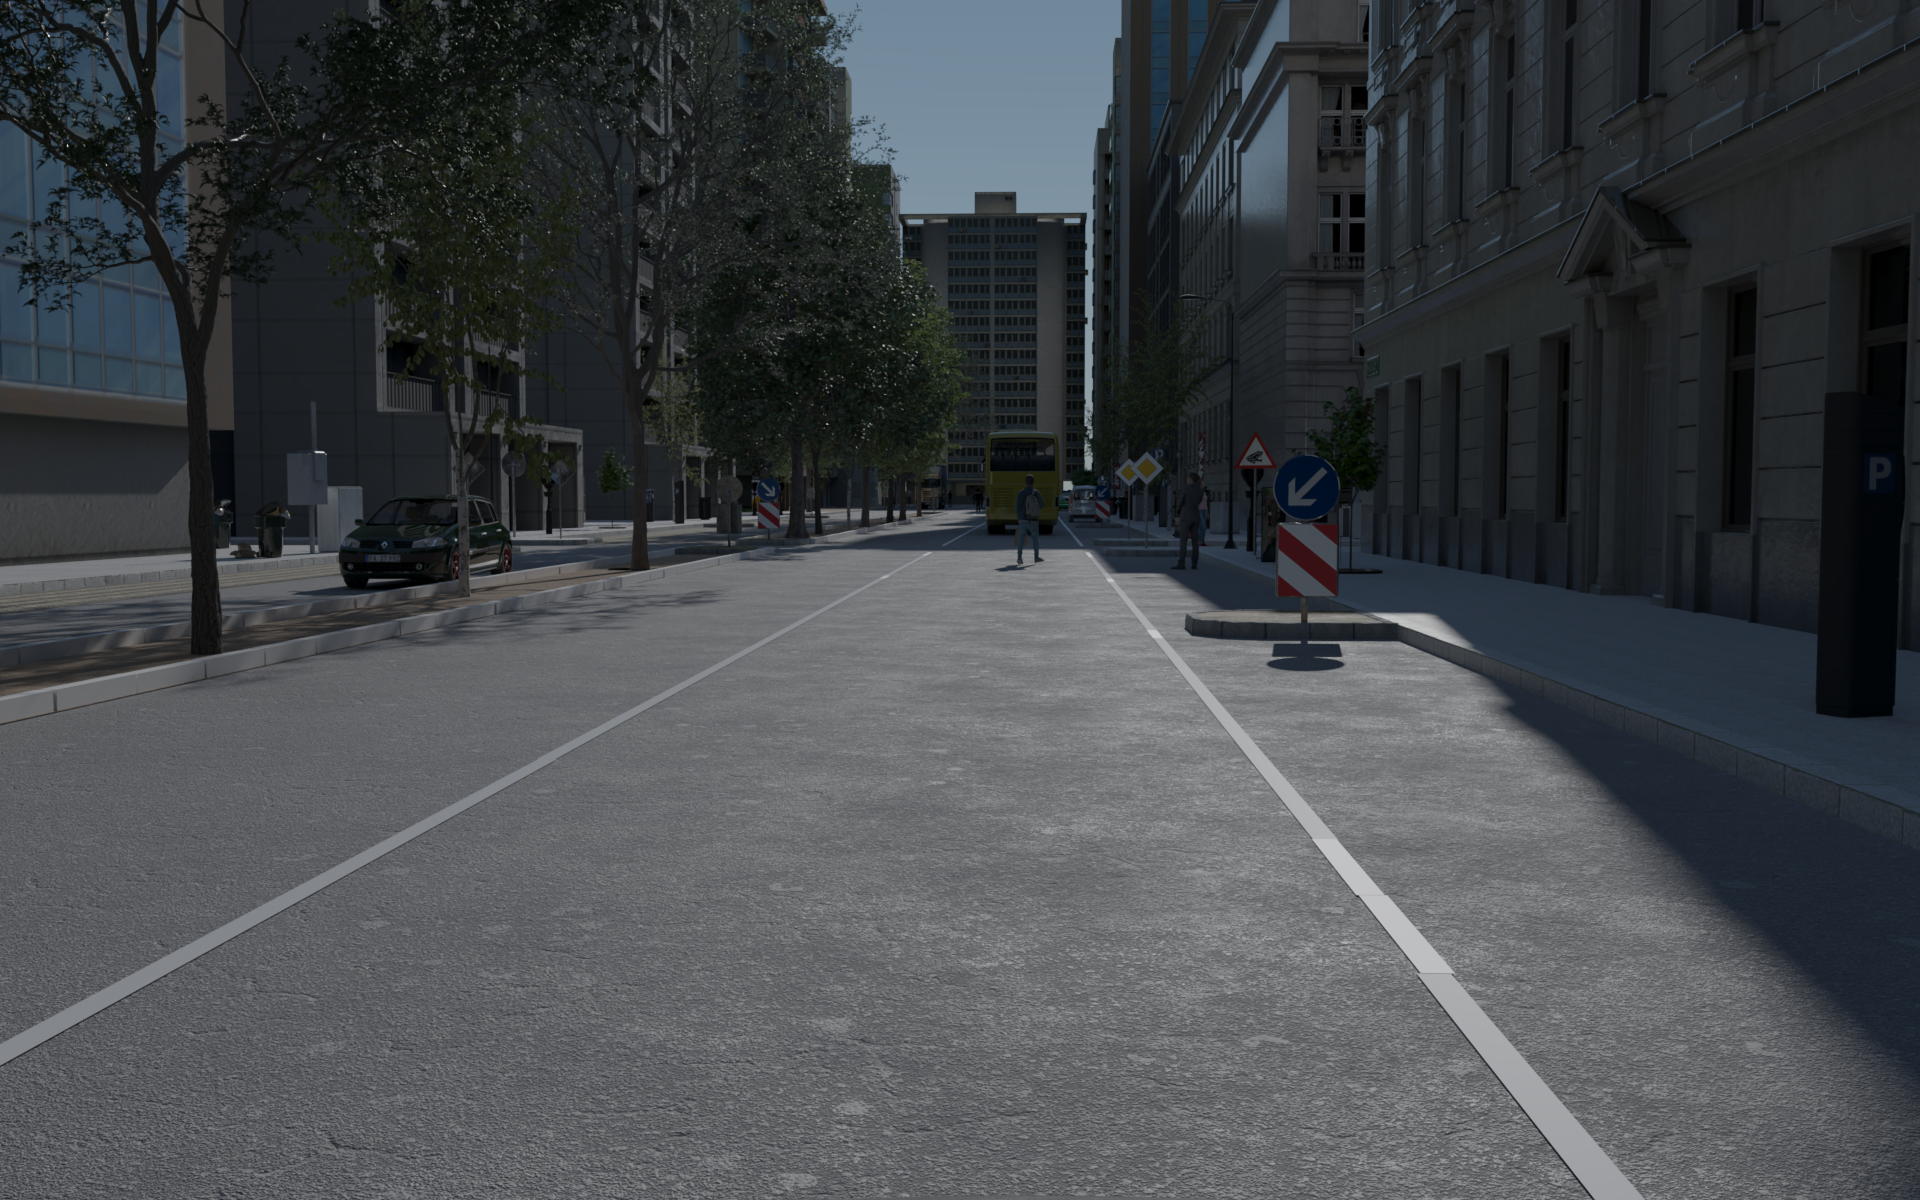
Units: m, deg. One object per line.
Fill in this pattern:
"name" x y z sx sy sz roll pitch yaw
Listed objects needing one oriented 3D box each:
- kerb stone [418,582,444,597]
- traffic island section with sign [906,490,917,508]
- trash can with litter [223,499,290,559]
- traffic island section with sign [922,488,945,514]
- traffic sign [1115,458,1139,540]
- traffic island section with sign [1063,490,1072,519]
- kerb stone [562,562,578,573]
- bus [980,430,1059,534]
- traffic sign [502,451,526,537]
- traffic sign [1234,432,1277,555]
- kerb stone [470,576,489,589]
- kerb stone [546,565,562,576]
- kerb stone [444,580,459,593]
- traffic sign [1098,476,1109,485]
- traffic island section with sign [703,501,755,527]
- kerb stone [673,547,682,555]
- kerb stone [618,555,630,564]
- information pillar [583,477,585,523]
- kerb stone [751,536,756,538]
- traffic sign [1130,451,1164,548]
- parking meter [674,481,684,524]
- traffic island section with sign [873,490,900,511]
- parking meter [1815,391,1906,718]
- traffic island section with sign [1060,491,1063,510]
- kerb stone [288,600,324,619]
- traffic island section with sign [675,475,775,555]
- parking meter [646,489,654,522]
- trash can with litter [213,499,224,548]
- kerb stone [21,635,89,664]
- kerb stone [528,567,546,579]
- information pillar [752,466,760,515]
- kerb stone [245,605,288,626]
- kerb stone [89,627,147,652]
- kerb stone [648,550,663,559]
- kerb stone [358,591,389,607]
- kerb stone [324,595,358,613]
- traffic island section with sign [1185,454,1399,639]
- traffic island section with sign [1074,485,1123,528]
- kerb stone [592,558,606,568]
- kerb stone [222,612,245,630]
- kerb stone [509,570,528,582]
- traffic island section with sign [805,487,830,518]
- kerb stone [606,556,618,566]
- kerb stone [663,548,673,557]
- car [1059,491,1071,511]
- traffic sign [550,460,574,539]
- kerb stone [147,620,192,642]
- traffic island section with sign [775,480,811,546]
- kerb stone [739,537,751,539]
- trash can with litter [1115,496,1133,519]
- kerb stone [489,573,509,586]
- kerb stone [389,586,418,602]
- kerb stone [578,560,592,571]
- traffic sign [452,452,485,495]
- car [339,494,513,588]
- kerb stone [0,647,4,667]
"kerb stone" -7.494 -0.125 24.233 0.120 0.150 1.000 0 4 3
"traffic island section with sign" -5.272 -10.368 178.137 1.989 1.847 2.006 0 4 3
"trash can with litter" -14.006 -1.422 34.643 0.624 1.170 1.055 3 5 42
"traffic island section with sign" -1.901 -7.087 124.008 2.006 1.907 1.989 0 4 3
"traffic sign" 4.755 -2.759 48.753 0.795 2.450 0.064 0 4 3
"traffic island section with sign" 7.165 -5.654 101.067 1.989 1.847 2.006 0 4 3
"kerb stone" -7.168 -0.564 31.415 0.120 0.150 1.000 0 4 3
"bus" 2.212 -4.511 65.298 2.896 3.916 12.252 0 4 1
"traffic sign" -13.224 -3.132 51.321 0.768 2.556 0.104 1 4 9
"traffic sign" 6.159 -2.209 36.115 0.884 2.594 0.081 1 4 11
"kerb stone" -7.402 -0.249 26.289 0.120 0.150 1.000 0 4 3
"kerb stone" -7.226 -0.500 30.394 0.120 0.150 1.000 0 4 3
"kerb stone" -7.450 -0.188 25.263 0.120 0.150 1.000 0 4 3
"traffic sign" 9.951 -7.351 120.293 0.768 2.556 0.104 0 4 5
"traffic island section with sign" -9.968 -4.063 75.062 1.989 1.847 2.006 0 4 3
"kerb stone" -6.755 -1.128 40.632 0.120 0.150 1.000 0 4 3
"kerb stone" -6.991 -0.814 35.507 0.120 0.150 1.000 0 4 3
"information pillar" -16.748 -4.407 76.551 0.304 2.012 0.304 0 4 -2
"kerb stone" -6.264 -1.786 51.398 0.120 0.150 1.000 0 4 3
"traffic sign" 4.392 -2.271 40.776 0.795 2.450 0.064 0 4 3
"parking meter" -12.109 -4.220 74.713 0.399 1.863 0.255 3 4 38
"traffic island section with sign" -6.487 -8.721 151.209 1.989 1.847 2.006 0 4 3
"parking meter" 5.213 -0.264 10.021 0.399 1.863 0.255 -1 4 -18
"traffic island section with sign" 10.671 -10.377 178.289 1.989 1.847 2.006 0 4 3
"kerb stone" -7.692 0.126 20.146 0.120 0.150 1.000 0 4 3
"traffic island section with sign" -5.653 -2.043 41.548 2.006 1.907 1.989 0 4 3
"parking meter" -14.232 -4.344 79.430 0.372 1.533 0.369 0 3 0
"trash can with litter" -17.661 -1.794 40.726 1.055 1.170 0.624 1 4 12
"kerb stone" -7.912 0.439 15.023 0.120 0.150 1.000 0 4 3
"kerb stone" -7.265 -0.439 29.373 0.120 0.150 1.000 0 4 3
"information pillar" -12.253 -6.878 103.806 0.504 3.616 0.183 -1 4 -14
"kerb stone" -7.727 0.188 19.125 0.120 0.150 1.000 0 4 3
"kerb stone" -7.875 0.376 16.045 0.120 0.150 1.000 0 4 3
"kerb stone" -6.841 -1.003 38.588 0.120 0.150 1.000 0 4 3
"kerb stone" -7.591 0.001 22.192 0.120 0.150 1.000 0 4 3
"kerb stone" -7.648 0.063 21.167 0.120 0.150 1.000 0 4 3
"traffic island section with sign" 3.388 -0.577 18.066 1.989 1.847 2.006 0 4 3
"traffic island section with sign" 5.898 -3.962 73.402 1.989 1.847 2.006 0 4 3
"kerb stone" -7.082 -0.689 33.460 0.120 0.150 1.000 0 4 3
"kerb stone" -7.783 0.251 18.099 0.120 0.150 1.000 0 4 3
"kerb stone" -7.314 -0.375 28.344 0.120 0.150 1.000 0 4 3
"traffic island section with sign" -8.719 -5.719 102.131 1.989 1.847 2.006 0 4 3
"kerb stone" -7.038 -0.750 34.486 0.120 0.150 1.000 0 4 3
"kerb stone" -6.794 -1.061 39.609 0.120 0.150 1.000 0 4 3
"car" 9.001 -8.342 145.195 1.959 1.807 4.718 0 4 3
"traffic sign" -11.422 -2.805 49.507 0.795 2.450 0.064 0 4 3
"kerb stone" -7.827 0.320 17.069 0.120 0.150 1.000 0 4 3
"traffic island section with sign" -5.307 -2.496 48.947 2.006 1.907 1.989 0 4 3
"kerb stone" -6.301 -1.722 50.376 0.120 0.150 1.000 0 4 3
"trash can with litter" 8.508 -4.736 88.826 1.055 1.170 0.624 -3 5 -44
"kerb stone" -7.364 -0.306 27.316 0.120 0.150 1.000 0 4 3
"kerb stone" -7.544 -0.060 23.213 0.120 0.150 1.000 0 4 3
"kerb stone" -7.127 -0.625 32.439 0.120 0.150 1.000 0 4 3
"traffic sign" -11.785 -2.317 41.530 0.795 2.450 0.064 0 4 3
"car" -8.481 -1.096 27.705 2.009 1.686 4.222 0 4 2
"kerb stone" -7.965 0.501 14.000 0.120 0.150 1.000 0 4 3
